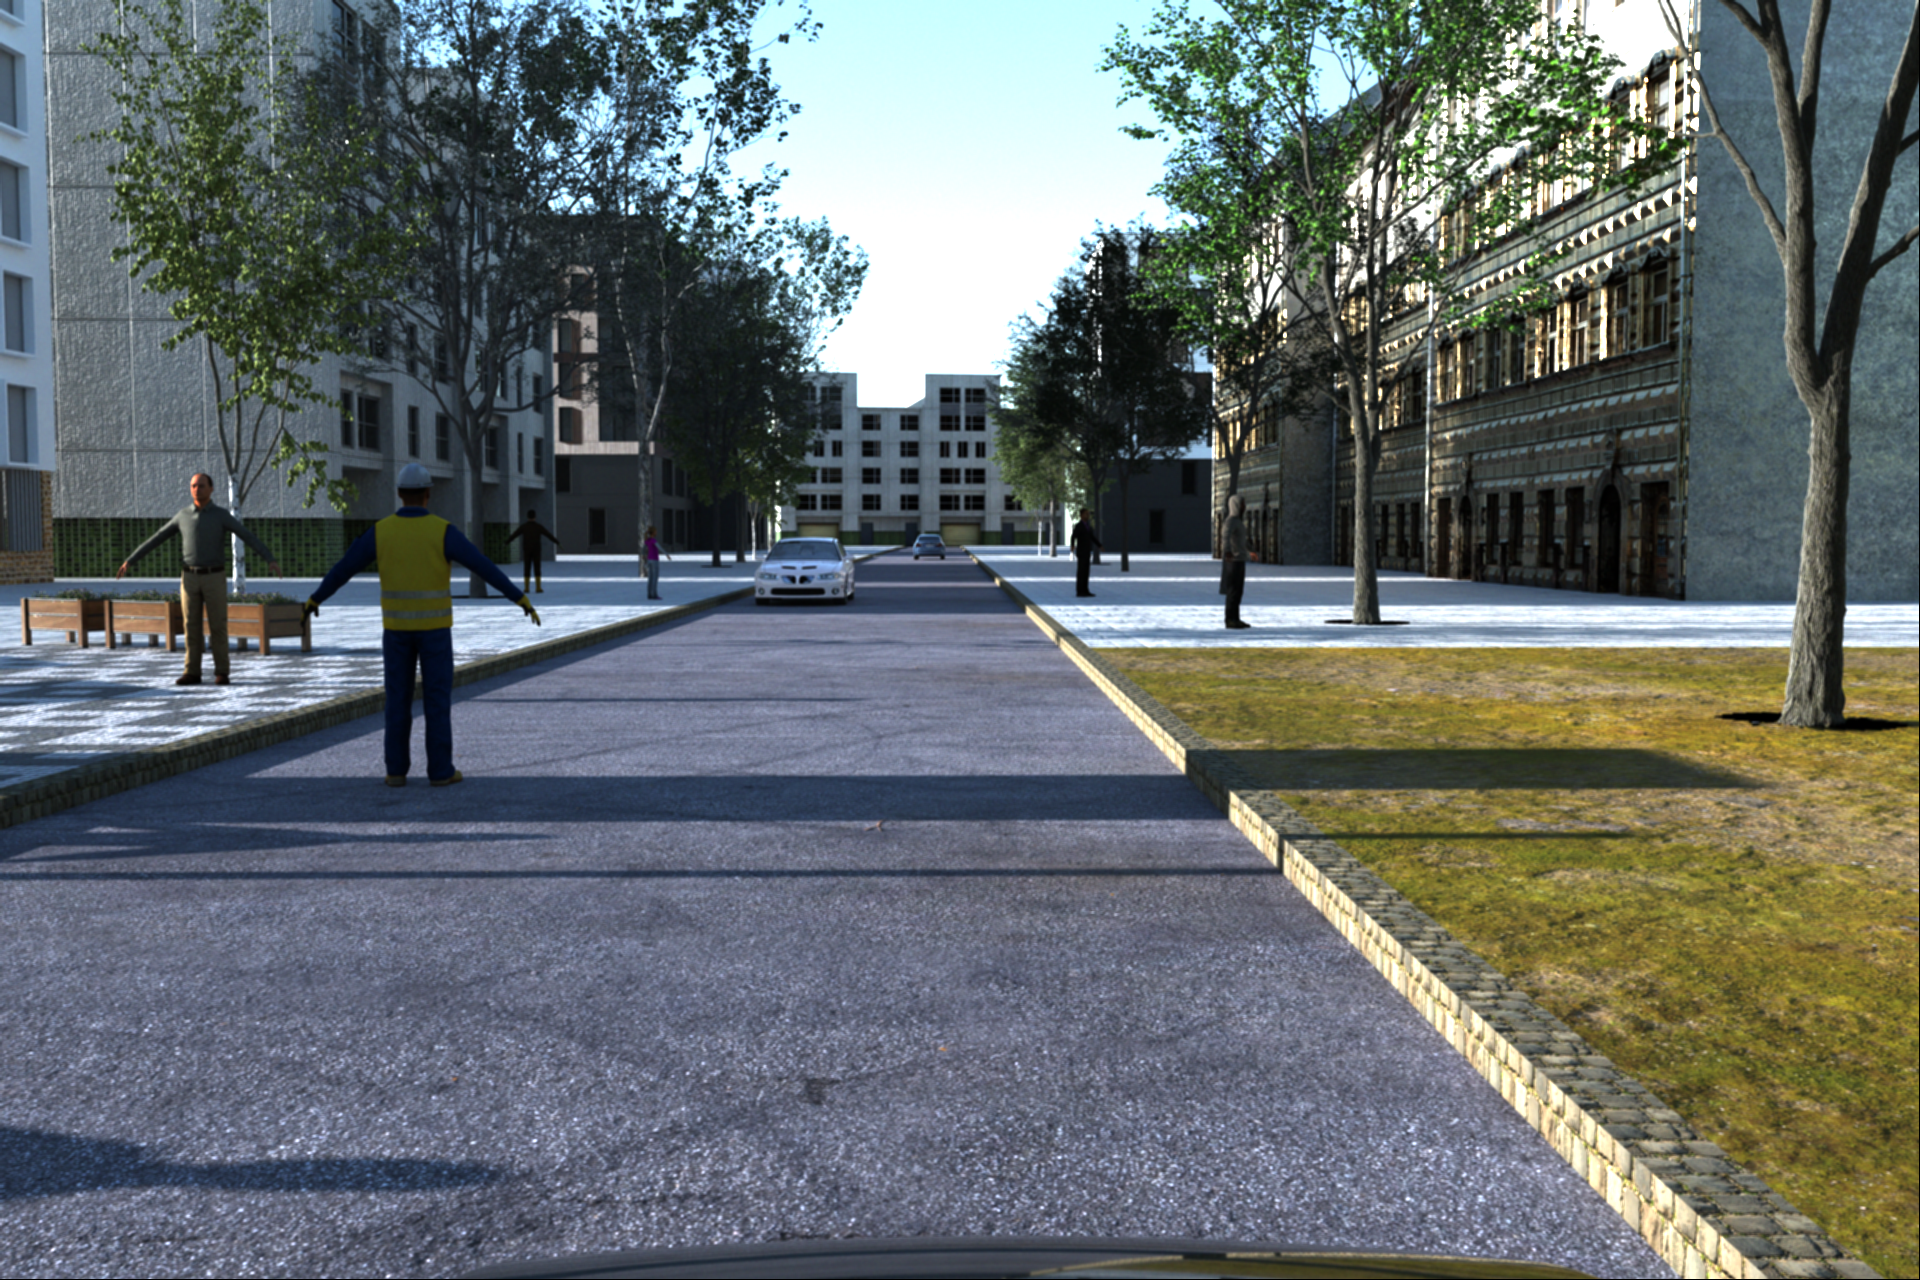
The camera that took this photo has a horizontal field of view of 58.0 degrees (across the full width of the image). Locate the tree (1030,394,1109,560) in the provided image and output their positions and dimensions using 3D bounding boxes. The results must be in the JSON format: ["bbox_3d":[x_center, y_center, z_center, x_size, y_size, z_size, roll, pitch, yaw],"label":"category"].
[{"bbox_3d":[5.577,-8.226,84.854,4.360,8.622,3.978,0,3,0],"label":"tree"}]

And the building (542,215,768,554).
[{"bbox_3d":[-30.029,-17.340,127.486,27.936,21.610,32.646,0,4,1],"label":"building"}]

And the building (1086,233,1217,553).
[{"bbox_3d":[23.492,-17.751,134.199,27.936,21.610,32.646,0,4,0],"label":"building"}]

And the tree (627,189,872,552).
[{"bbox_3d":[-11.642,-14.705,96.312,12.611,20.169,13.585,0,3,0],"label":"tree"}]

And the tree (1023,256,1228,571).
[{"bbox_3d":[5.386,-7.623,59.048,7.601,10.594,8.767,-3,4,-36],"label":"tree"}]

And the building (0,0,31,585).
[{"bbox_3d":[-28.789,-10.765,32.429,16.016,20.090,11.380,0,4,-1],"label":"building"}]

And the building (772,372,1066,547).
[{"bbox_3d":[-5.161,-20.087,197.338,31.486,18.905,16.747,-1,4,-9],"label":"building"}]

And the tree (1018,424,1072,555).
[{"bbox_3d":[4.724,-9.459,105.009,4.360,8.622,3.978,0,3,0],"label":"tree"}]

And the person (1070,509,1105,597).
[{"bbox_3d":[2.559,-1.788,35.465,0.704,1.802,1.346,2,4,32],"label":"person"}]

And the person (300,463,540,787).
[{"bbox_3d":[-3.098,-0.090,9.902,1.349,1.833,0.705,0,4,-5],"label":"person"}]

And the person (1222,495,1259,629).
[{"bbox_3d":[3.784,-1.068,23.596,0.705,1.813,1.348,2,4,25],"label":"person"}]

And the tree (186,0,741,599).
[{"bbox_3d":[-9.609,-7.567,34.093,12.009,13.543,11.850,0,3,0],"label":"tree"}]

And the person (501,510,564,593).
[{"bbox_3d":[-9.356,-1.942,37.886,1.346,1.812,0.704,0,4,-7],"label":"person"}]

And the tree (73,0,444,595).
[{"bbox_3d":[-9.008,-4.371,21.832,4.737,8.622,4.395,0,3,0],"label":"tree"}]

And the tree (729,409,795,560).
[{"bbox_3d":[-10.263,-8.351,86.897,4.737,8.622,4.395,0,3,0],"label":"tree"}]

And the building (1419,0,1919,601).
[{"bbox_3d":[23.035,-12.879,41.498,19.493,23.208,18.063,0,3,0],"label":"building"}]

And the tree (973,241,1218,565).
[{"bbox_3d":[5.750,-9.896,72.164,12.009,13.543,11.850,0,3,0],"label":"tree"}]

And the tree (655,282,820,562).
[{"bbox_3d":[-10.388,-9.805,78.437,7.486,12.596,7.792,0,3,0],"label":"tree"}]

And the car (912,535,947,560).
[{"bbox_3d":[-1.726,-5.268,98.138,2.014,1.417,4.499,0,4,0],"label":"car"}]

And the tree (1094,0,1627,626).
[{"bbox_3d":[5.763,-6.041,24.528,9.928,11.665,9.643,0,3,0],"label":"tree"}]

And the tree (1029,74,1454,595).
[{"bbox_3d":[5.618,-6.222,36.143,8.767,10.594,7.601,0,4,2],"label":"tree"}]

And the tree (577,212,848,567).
[{"bbox_3d":[-9.404,-9.560,66.671,12.009,13.543,11.850,0,3,0],"label":"tree"}]

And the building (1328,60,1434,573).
[{"bbox_3d":[24.335,-14.022,60.183,19.493,23.208,18.063,0,4,0],"label":"building"}]

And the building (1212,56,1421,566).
[{"bbox_3d":[22.211,-15.154,78.701,19.493,23.208,18.063,0,4,0],"label":"building"}]

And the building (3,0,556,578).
[{"bbox_3d":[-27.300,-12.198,65.903,16.747,18.905,31.486,0,4,-1],"label":"building"}]

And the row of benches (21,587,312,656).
[{"bbox_3d":[-8.840,-0.234,19.295,4.104,0.672,1.422,2,4,27],"label":"row of benches"}]

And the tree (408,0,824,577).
[{"bbox_3d":[-10.388,-11.852,49.666,12.611,20.169,13.585,0,3,0],"label":"tree"}]

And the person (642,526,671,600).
[{"bbox_3d":[-5.965,-1.510,33.948,0.599,1.433,0.991,-3,5,-42],"label":"person"}]

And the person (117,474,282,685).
[{"bbox_3d":[-6.462,-0.521,14.787,1.348,1.796,0.705,0,4,-6],"label":"person"}]

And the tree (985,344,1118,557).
[{"bbox_3d":[4.837,-10.936,96.933,7.486,12.596,7.792,0,3,0],"label":"tree"}]

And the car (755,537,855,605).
[{"bbox_3d":[-3.222,-1.477,36.505,2.083,1.381,4.827,0,4,0],"label":"car"}]

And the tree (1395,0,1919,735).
[{"bbox_3d":[5.693,-5.225,11.185,9.928,11.665,9.643,0,3,0],"label":"tree"}]
